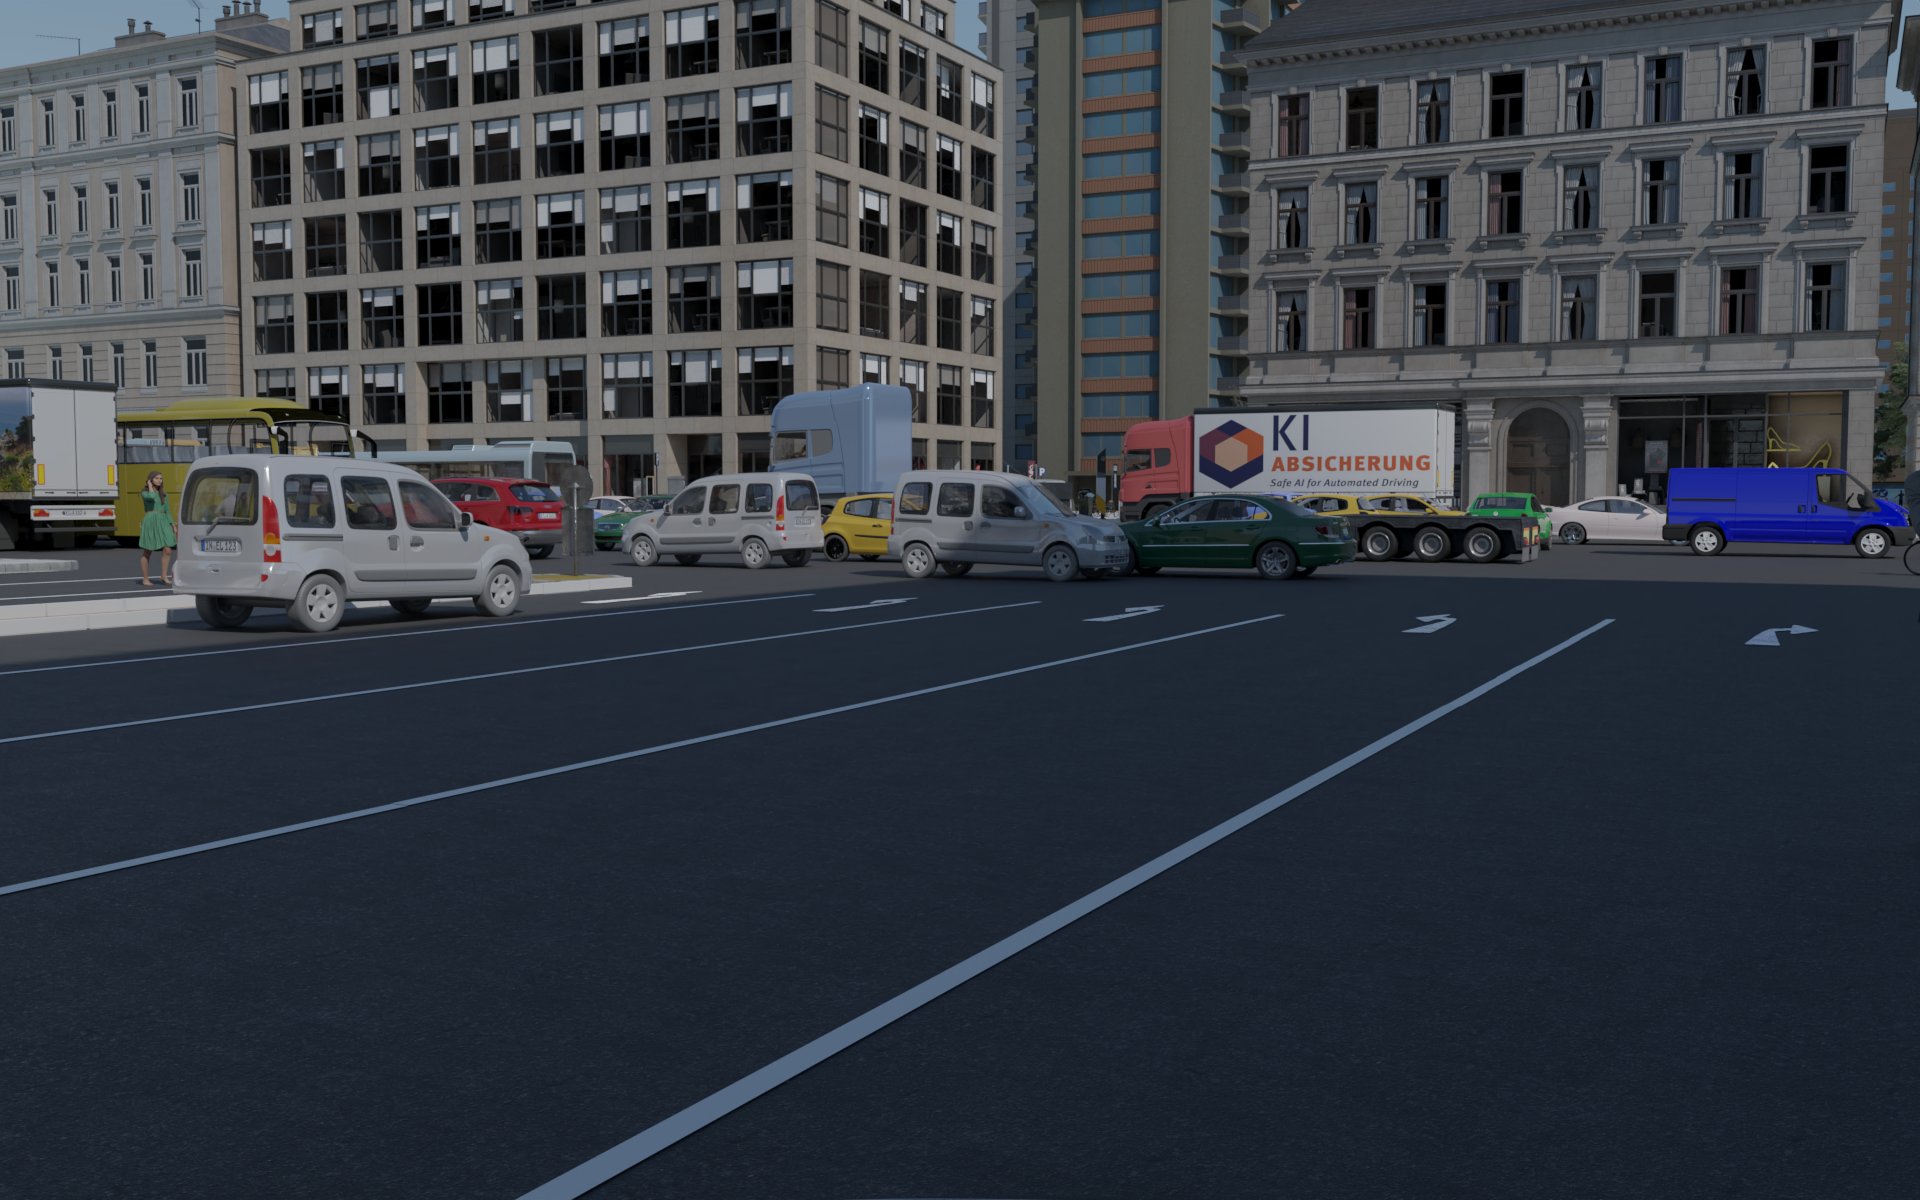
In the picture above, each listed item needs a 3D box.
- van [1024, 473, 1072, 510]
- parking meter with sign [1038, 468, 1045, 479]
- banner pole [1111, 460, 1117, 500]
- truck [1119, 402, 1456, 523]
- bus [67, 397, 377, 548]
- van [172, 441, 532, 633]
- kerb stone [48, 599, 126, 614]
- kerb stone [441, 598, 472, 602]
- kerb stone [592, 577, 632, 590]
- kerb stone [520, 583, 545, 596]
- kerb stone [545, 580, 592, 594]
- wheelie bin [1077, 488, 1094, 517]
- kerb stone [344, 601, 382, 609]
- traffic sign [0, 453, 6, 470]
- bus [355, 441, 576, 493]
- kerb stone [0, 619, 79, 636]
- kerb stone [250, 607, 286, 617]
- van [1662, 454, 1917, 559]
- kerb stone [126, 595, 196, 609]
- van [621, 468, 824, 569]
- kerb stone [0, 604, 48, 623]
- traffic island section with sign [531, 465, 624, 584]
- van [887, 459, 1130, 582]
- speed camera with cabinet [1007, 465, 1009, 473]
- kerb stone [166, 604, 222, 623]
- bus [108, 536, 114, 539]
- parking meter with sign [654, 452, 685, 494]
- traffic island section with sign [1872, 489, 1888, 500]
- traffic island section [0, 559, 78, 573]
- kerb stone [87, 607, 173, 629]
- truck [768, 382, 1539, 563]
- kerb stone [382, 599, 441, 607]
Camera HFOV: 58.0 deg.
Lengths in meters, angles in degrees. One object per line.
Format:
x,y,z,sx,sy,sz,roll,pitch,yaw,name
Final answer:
1.754,-2.539,48.524,2.013,2.044,4.112,2,4,25,van
5.902,-7.194,113.886,0.543,3.016,1.738,-3,4,-37,parking meter with sign
11.295,-8.383,127.077,0.401,3.779,0.863,3,5,43,banner pole
10.138,-4.125,56.365,11.283,4.237,2.839,2,4,28,truck
-20.900,-3.325,45.918,12.252,3.916,2.896,2,4,29,bus
-6.662,-0.762,19.466,2.013,2.044,4.112,2,4,29,van
-10.473,0.093,20.678,0.120,0.150,1.000,2,4,27,kerb stone
-6.715,-0.075,23.427,0.120,0.150,1.000,2,4,27,kerb stone
-5.323,-0.244,26.188,0.120,0.150,1.000,2,4,27,kerb stone
-6.250,-0.131,24.351,0.120,0.150,1.000,2,4,27,kerb stone
-5.781,-0.188,25.266,0.120,0.150,1.000,2,4,27,kerb stone
6.561,-5.048,90.444,0.980,1.594,0.693,2,4,28,wheelie bin
-7.659,0.037,21.595,0.120,0.150,1.000,2,4,27,kerb stone
-17.986,-1.745,32.171,0.795,2.450,0.064,2,4,27,traffic sign
-20.180,-4.205,63.608,13.247,3.499,2.948,2,4,26,bus
-9.522,0.263,17.909,0.120,0.150,1.000,2,4,27,kerb stone
-8.122,0.093,20.675,0.120,0.150,1.000,2,4,27,kerb stone
19.013,-2.166,39.803,5.245,2.365,2.240,2,4,27,van
-10.002,0.036,21.605,0.120,0.150,1.000,2,4,27,kerb stone
-4.754,-1.667,34.260,4.112,2.044,2.013,2,4,27,van
-10.935,0.149,19.759,0.120,0.150,1.000,2,4,27,kerb stone
-6.270,-1.127,26.561,2.006,1.907,1.989,2,4,27,traffic island section with sign
0.837,-1.373,29.460,4.112,2.044,2.013,2,4,27,van
3.565,-7.651,119.431,0.660,3.252,2.038,3,4,39,speed camera with cabinet
-8.584,0.154,19.757,0.120,0.150,1.000,2,4,27,kerb stone
-30.082,-3.736,55.950,13.247,3.499,2.948,2,4,28,bus
-11.905,-4.677,72.726,1.738,3.016,0.543,0,4,1,parking meter with sign
80.720,-8.821,152.843,1.989,1.847,2.006,2,4,27,traffic island section with sign
-18.011,-0.609,32.245,2.009,0.180,2.903,2,4,27,traffic island section
-9.053,0.206,18.831,0.120,0.150,1.000,2,4,27,kerb stone
3.478,-3.080,40.125,18.799,4.110,2.967,2,4,25,truck
-7.191,-0.019,22.511,0.120,0.150,1.000,2,4,27,kerb stone
